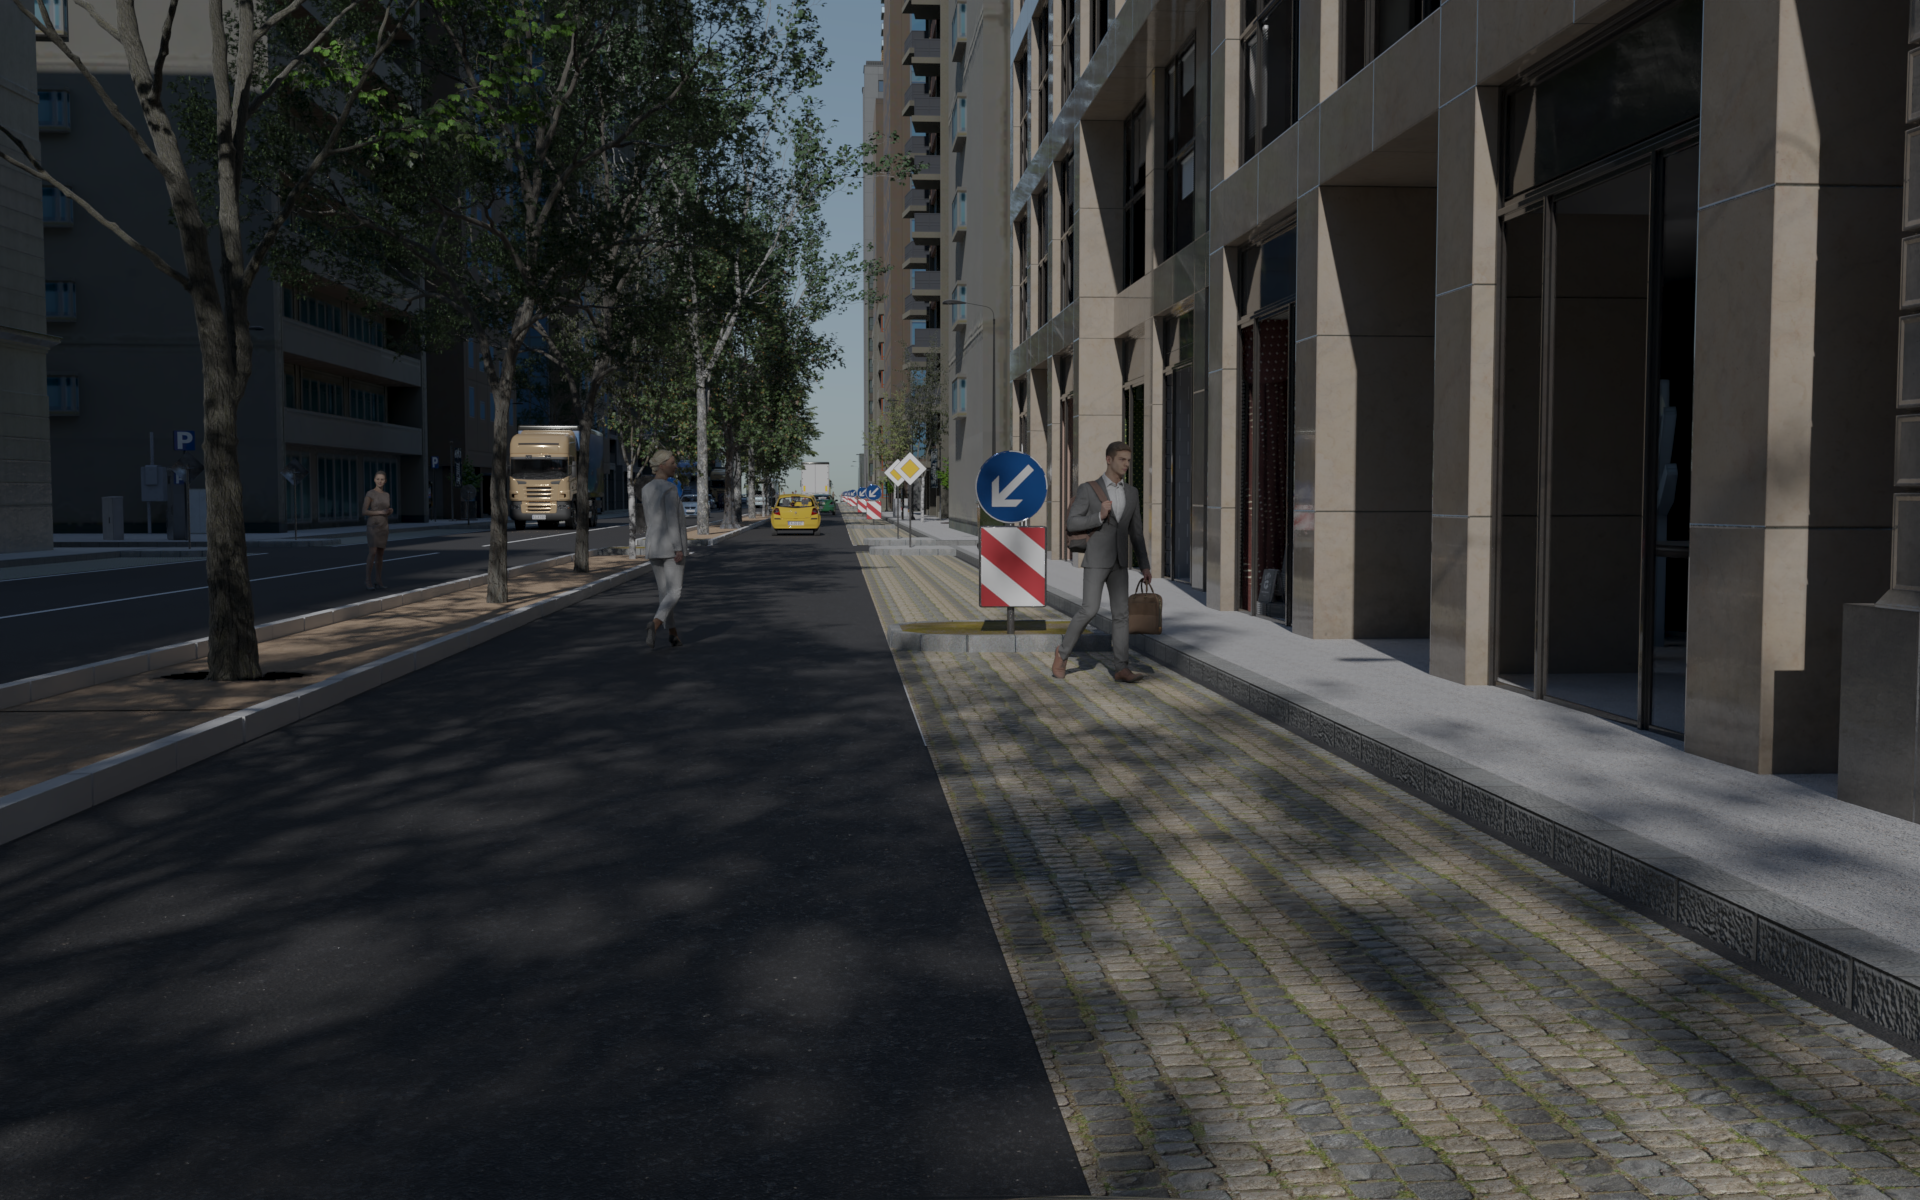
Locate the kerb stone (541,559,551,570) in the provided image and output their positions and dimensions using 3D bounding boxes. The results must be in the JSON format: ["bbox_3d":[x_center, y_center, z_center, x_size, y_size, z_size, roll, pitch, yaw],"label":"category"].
[{"bbox_3d":[-7.951,-0.648,32.826,0.120,0.150,1.000,0,4,-4],"label":"kerb stone"}]

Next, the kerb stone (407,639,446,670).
[{"bbox_3d":[-4.519,0.466,14.578,0.120,0.150,1.000,0,4,-4],"label":"kerb stone"}]

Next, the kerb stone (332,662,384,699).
[{"bbox_3d":[-4.380,0.591,12.531,0.120,0.150,1.000,0,4,-4],"label":"kerb stone"}]

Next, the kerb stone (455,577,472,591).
[{"bbox_3d":[-7.435,-0.210,25.658,0.120,0.150,1.000,0,4,-4],"label":"kerb stone"}]

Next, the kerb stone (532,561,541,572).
[{"bbox_3d":[-7.879,-0.588,31.806,0.120,0.150,1.000,0,4,-4],"label":"kerb stone"}]

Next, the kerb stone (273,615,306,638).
[{"bbox_3d":[-6.843,0.287,17.497,0.120,0.150,1.000,0,4,-4],"label":"kerb stone"}]

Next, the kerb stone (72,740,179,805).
[{"bbox_3d":[-4.079,0.841,8.453,0.120,0.150,1.000,0,4,-4],"label":"kerb stone"}]

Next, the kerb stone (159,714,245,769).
[{"bbox_3d":[-4.155,0.778,9.472,0.120,0.150,1.000,0,4,-4],"label":"kerb stone"}]

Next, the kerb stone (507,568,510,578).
[{"bbox_3d":[-7.658,-0.400,28.731,0.120,0.150,1.000,0,4,-4],"label":"kerb stone"}]

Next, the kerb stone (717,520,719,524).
[{"bbox_3d":[-11.413,-3.560,80.404,0.120,0.150,1.000,0,4,-4],"label":"kerb stone"}]

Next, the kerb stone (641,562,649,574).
[{"bbox_3d":[-5.709,-0.535,30.940,0.120,0.150,1.000,0,4,-4],"label":"kerb stone"}]

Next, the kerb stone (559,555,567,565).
[{"bbox_3d":[-8.100,-0.776,34.876,0.120,0.150,1.000,0,4,-4],"label":"kerb stone"}]

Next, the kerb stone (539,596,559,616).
[{"bbox_3d":[-4.969,0.091,20.711,0.120,0.150,1.000,0,4,-4],"label":"kerb stone"}]

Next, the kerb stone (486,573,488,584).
[{"bbox_3d":[-7.577,-0.337,27.702,0.120,0.150,1.000,0,4,-4],"label":"kerb stone"}]

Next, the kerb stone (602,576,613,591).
[{"bbox_3d":[-5.341,-0.221,25.829,0.120,0.150,1.000,0,4,-4],"label":"kerb stone"}]

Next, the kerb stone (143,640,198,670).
[{"bbox_3d":[-6.619,0.474,14.439,0.120,0.150,1.000,0,4,-4],"label":"kerb stone"}]

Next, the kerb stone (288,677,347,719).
[{"bbox_3d":[-4.296,0.657,11.513,0.120,0.150,1.000,0,4,-4],"label":"kerb stone"}]

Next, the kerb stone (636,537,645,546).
[{"bbox_3d":[-9.181,-1.685,49.738,0.120,0.150,1.000,0,4,-4],"label":"kerb stone"}]

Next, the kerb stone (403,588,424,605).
[{"bbox_3d":[-7.205,-0.024,22.599,0.120,0.150,1.000,0,4,-4],"label":"kerb stone"}]

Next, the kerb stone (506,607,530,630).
[{"bbox_3d":[-4.816,0.215,18.672,0.120,0.150,1.000,0,4,-4],"label":"kerb stone"}]

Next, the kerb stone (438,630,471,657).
[{"bbox_3d":[-4.594,0.405,15.597,0.120,0.150,1.000,0,4,-4],"label":"kerb stone"}]

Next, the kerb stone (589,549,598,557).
[{"bbox_3d":[-8.475,-1.088,39.992,0.120,0.150,1.000,0,4,-4],"label":"kerb stone"}]

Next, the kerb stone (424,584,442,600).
[{"bbox_3d":[-7.278,-0.087,23.619,0.120,0.150,1.000,0,4,-4],"label":"kerb stone"}]

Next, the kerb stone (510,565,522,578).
[{"bbox_3d":[-7.721,-0.462,29.751,0.120,0.150,1.000,0,4,-4],"label":"kerb stone"}]

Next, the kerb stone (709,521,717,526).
[{"bbox_3d":[-11.331,-3.495,79.386,0.120,0.150,1.000,0,4,-4],"label":"kerb stone"}]

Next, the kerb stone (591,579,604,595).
[{"bbox_3d":[-5.266,-0.160,24.810,0.120,0.150,1.000,0,4,-4],"label":"kerb stone"}]

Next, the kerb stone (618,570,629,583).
[{"bbox_3d":[-5.491,-0.347,27.872,0.120,0.150,1.000,0,4,-4],"label":"kerb stone"}]

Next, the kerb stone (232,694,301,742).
[{"bbox_3d":[-4.223,0.716,10.493,0.120,0.150,1.000,0,4,-4],"label":"kerb stone"}]

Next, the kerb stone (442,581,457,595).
[{"bbox_3d":[-7.362,-0.145,24.639,0.120,0.150,1.000,0,4,-4],"label":"kerb stone"}]

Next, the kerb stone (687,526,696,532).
[{"bbox_3d":[-10.442,-2.747,67.118,0.120,0.150,1.000,0,4,-4],"label":"kerb stone"}]

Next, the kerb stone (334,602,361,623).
[{"bbox_3d":[-6.985,0.162,19.540,0.120,0.150,1.000,0,4,-4],"label":"kerb stone"}]

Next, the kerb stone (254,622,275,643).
[{"bbox_3d":[-6.766,0.350,16.478,0.120,0.150,1.000,0,4,-4],"label":"kerb stone"}]

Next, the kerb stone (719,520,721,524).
[{"bbox_3d":[-11.473,-3.623,81.433,0.120,0.150,1.000,0,4,-4],"label":"kerb stone"}]

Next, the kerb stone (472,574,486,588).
[{"bbox_3d":[-7.503,-0.274,26.682,0.120,0.150,1.000,0,4,-4],"label":"kerb stone"}]

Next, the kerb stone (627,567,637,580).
[{"bbox_3d":[-5.556,-0.408,28.901,0.120,0.150,1.000,0,4,-4],"label":"kerb stone"}]

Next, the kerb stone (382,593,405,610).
[{"bbox_3d":[-7.134,0.038,21.579,0.120,0.150,1.000,0,4,-4],"label":"kerb stone"}]

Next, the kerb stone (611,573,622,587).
[{"bbox_3d":[-5.407,-0.285,26.849,0.120,0.150,1.000,0,4,-4],"label":"kerb stone"}]

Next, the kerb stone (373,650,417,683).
[{"bbox_3d":[-4.454,0.529,13.553,0.120,0.150,1.000,0,4,-4],"label":"kerb stone"}]

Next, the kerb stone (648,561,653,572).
[{"bbox_3d":[-5.783,-0.595,31.961,0.120,0.150,1.000,0,4,-4],"label":"kerb stone"}]

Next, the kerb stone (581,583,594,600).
[{"bbox_3d":[-5.191,-0.091,23.785,0.120,0.150,1.000,0,4,-4],"label":"kerb stone"}]

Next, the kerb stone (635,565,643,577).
[{"bbox_3d":[-5.635,-0.470,29.920,0.120,0.150,1.000,0,4,-4],"label":"kerb stone"}]

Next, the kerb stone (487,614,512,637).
[{"bbox_3d":[-4.744,0.278,17.653,0.120,0.150,1.000,0,4,-4],"label":"kerb stone"}]

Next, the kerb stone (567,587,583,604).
[{"bbox_3d":[-5.119,-0.031,22.765,0.120,0.150,1.000,0,4,-4],"label":"kerb stone"}]

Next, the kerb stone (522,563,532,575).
[{"bbox_3d":[-7.797,-0.525,30.774,0.120,0.150,1.000,0,4,-4],"label":"kerb stone"}]

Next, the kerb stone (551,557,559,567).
[{"bbox_3d":[-8.029,-0.713,33.848,0.120,0.150,1.000,0,4,-4],"label":"kerb stone"}]

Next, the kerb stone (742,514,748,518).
[{"bbox_3d":[-13.482,-5.311,109.038,0.120,0.150,1.000,0,4,-4],"label":"kerb stone"}]

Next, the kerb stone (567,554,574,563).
[{"bbox_3d":[-8.188,-0.838,35.898,0.120,0.150,1.000,0,4,-4],"label":"kerb stone"}]

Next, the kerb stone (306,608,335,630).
[{"bbox_3d":[-6.913,0.225,18.517,0.120,0.150,1.000,0,4,-4],"label":"kerb stone"}]

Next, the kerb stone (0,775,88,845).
[{"bbox_3d":[-4.003,0.903,7.434,0.120,0.150,1.000,0,4,-4],"label":"kerb stone"}]

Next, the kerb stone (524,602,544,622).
[{"bbox_3d":[-4.904,0.153,19.691,0.120,0.150,1.000,0,4,-4],"label":"kerb stone"}]

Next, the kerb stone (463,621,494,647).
[{"bbox_3d":[-4.662,0.341,16.624,0.120,0.150,1.000,0,4,-4],"label":"kerb stone"}]

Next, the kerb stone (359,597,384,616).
[{"bbox_3d":[-7.063,0.100,20.560,0.120,0.150,1.000,0,4,-4],"label":"kerb stone"}]

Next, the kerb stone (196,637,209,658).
[{"bbox_3d":[-6.684,0.412,15.459,0.120,0.150,1.000,0,4,-4],"label":"kerb stone"}]

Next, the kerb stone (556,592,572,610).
[{"bbox_3d":[-5.042,0.031,21.736,0.120,0.150,1.000,0,4,-4],"label":"kerb stone"}]
